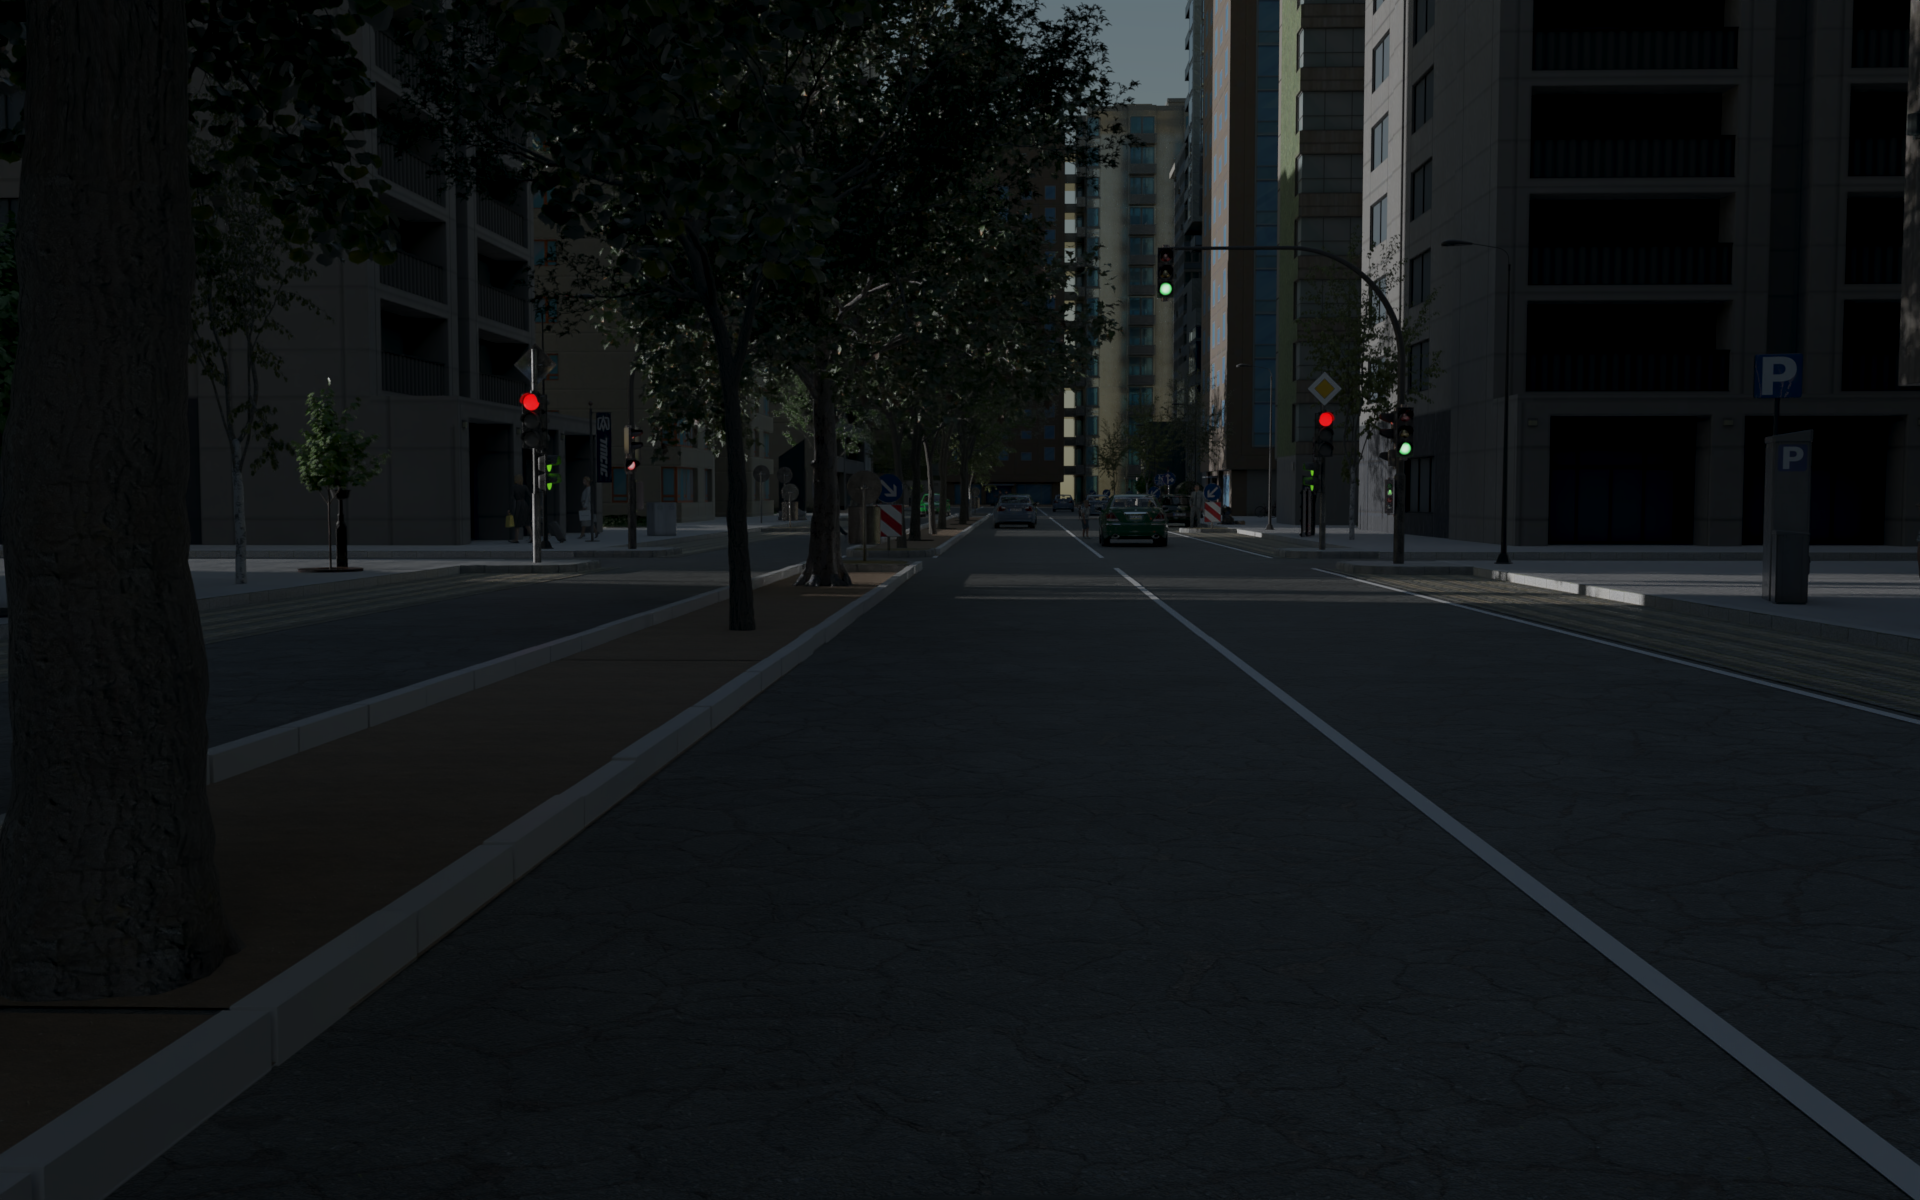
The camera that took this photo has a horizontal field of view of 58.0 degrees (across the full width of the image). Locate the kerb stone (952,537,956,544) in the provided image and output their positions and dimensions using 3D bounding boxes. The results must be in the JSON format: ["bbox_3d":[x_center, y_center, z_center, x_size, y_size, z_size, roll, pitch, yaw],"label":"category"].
[{"bbox_3d":[-0.260,-1.605,48.440,0.120,0.150,1.000,0,4,2],"label":"kerb stone"}]

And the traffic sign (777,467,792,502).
[{"bbox_3d":[-8.261,-4.975,81.449,0.768,2.556,0.104,1,4,11],"label":"traffic sign"}]

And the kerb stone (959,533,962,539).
[{"bbox_3d":[-0.086,-1.913,53.563,0.120,0.150,1.000,0,4,2],"label":"kerb stone"}]

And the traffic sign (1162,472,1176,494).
[{"bbox_3d":[12.222,-6.191,101.322,0.768,2.556,0.104,1,4,11],"label":"traffic sign"}]

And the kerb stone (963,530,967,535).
[{"bbox_3d":[0.058,-2.169,57.677,0.120,0.150,1.000,0,4,2],"label":"kerb stone"}]

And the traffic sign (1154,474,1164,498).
[{"bbox_3d":[12.843,-6.794,111.189,0.768,2.556,0.104,0,4,3],"label":"traffic sign"}]

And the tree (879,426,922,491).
[{"bbox_3d":[-5.444,-12.802,159.671,4.360,8.622,3.978,0,3,0],"label":"tree"}]

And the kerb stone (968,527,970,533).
[{"bbox_3d":[0.195,-2.421,61.784,0.120,0.150,1.000,0,4,2],"label":"kerb stone"}]

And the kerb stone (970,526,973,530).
[{"bbox_3d":[0.307,-2.609,64.859,0.120,0.150,1.000,0,4,2],"label":"kerb stone"}]

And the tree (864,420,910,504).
[{"bbox_3d":[-6.223,-12.380,152.774,4.737,8.622,4.395,0,3,0],"label":"tree"}]

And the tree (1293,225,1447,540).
[{"bbox_3d":[11.230,-5.998,48.426,4.737,8.622,4.395,0,3,0],"label":"tree"}]

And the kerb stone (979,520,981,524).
[{"bbox_3d":[0.756,-3.424,78.172,0.120,0.150,1.000,0,4,2],"label":"kerb stone"}]

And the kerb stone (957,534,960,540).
[{"bbox_3d":[-0.153,-1.793,51.510,0.120,0.150,1.000,0,4,2],"label":"kerb stone"}]

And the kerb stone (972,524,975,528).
[{"bbox_3d":[0.401,-2.797,67.925,0.120,0.150,1.000,0,4,2],"label":"kerb stone"}]

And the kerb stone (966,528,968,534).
[{"bbox_3d":[0.122,-2.296,59.729,0.120,0.150,1.000,0,4,2],"label":"kerb stone"}]

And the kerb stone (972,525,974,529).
[{"bbox_3d":[0.372,-2.734,66.904,0.120,0.150,1.000,0,4,2],"label":"kerb stone"}]

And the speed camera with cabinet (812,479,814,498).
[{"bbox_3d":[-7.859,-6.395,98.897,0.660,3.252,2.038,1,4,13],"label":"speed camera with cabinet"}]

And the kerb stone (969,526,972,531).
[{"bbox_3d":[0.269,-2.547,63.834,0.120,0.150,1.000,0,4,2],"label":"kerb stone"}]

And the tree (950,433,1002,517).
[{"bbox_3d":[0.673,-9.448,107.301,4.737,8.622,4.395,0,3,0],"label":"tree"}]

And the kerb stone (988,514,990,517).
[{"bbox_3d":[1.495,-4.740,99.698,0.120,0.150,1.000,0,4,2],"label":"kerb stone"}]

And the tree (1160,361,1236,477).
[{"bbox_3d":[13.009,-8.898,95.843,4.360,8.622,3.978,0,3,0],"label":"tree"}]

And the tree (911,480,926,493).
[{"bbox_3d":[-4.686,-11.902,189.197,1.663,3.219,1.824,0,3,0],"label":"tree"}]

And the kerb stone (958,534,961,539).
[{"bbox_3d":[-0.115,-1.848,52.540,0.120,0.150,1.000,0,4,2],"label":"kerb stone"}]

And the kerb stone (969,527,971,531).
[{"bbox_3d":[0.231,-2.484,62.806,0.120,0.150,1.000,0,4,2],"label":"kerb stone"}]

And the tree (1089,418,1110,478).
[{"bbox_3d":[14.425,-13.080,164.225,4.737,8.622,4.395,0,3,0],"label":"tree"}]

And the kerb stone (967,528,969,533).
[{"bbox_3d":[0.155,-2.357,60.750,0.120,0.150,1.000,0,4,2],"label":"kerb stone"}]

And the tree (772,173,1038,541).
[{"bbox_3d":[-1.266,-7.586,52.243,9.928,11.665,9.643,0,3,0],"label":"tree"}]

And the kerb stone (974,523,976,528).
[{"bbox_3d":[0.479,-2.922,69.971,0.120,0.150,1.000,0,4,2],"label":"kerb stone"}]

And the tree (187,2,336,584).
[{"bbox_3d":[-10.380,-4.522,24.292,4.360,8.622,3.978,0,3,0],"label":"tree"}]

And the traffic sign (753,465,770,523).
[{"bbox_3d":[-8.696,-4.627,75.765,0.768,2.556,0.104,1,4,10],"label":"traffic sign"}]

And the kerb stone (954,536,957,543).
[{"bbox_3d":[-0.226,-1.668,49.465,0.120,0.150,1.000,0,4,2],"label":"kerb stone"}]

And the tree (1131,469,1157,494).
[{"bbox_3d":[14.422,-8.659,136.171,1.663,3.219,1.824,0,3,0],"label":"tree"}]

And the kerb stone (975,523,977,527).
[{"bbox_3d":[0.507,-2.980,70.993,0.120,0.150,1.000,0,4,2],"label":"kerb stone"}]

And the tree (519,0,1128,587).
[{"bbox_3d":[-2.104,-6.565,26.799,9.611,12.733,9.660,0,3,0],"label":"tree"}]

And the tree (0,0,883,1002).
[{"bbox_3d":[-2.572,-5.857,4.874,9.857,13.997,8.962,0,3,0],"label":"tree"}]

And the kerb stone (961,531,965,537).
[{"bbox_3d":[-0.005,-2.040,55.622,0.120,0.150,1.000,0,4,2],"label":"kerb stone"}]

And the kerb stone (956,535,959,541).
[{"bbox_3d":[-0.189,-1.730,50.488,0.120,0.150,1.000,0,4,2],"label":"kerb stone"}]

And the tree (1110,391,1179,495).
[{"bbox_3d":[13.260,-10.474,121.606,4.737,8.622,4.395,0,3,0],"label":"tree"}]

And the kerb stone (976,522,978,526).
[{"bbox_3d":[0.573,-3.106,73.044,0.120,0.150,1.000,0,4,2],"label":"kerb stone"}]

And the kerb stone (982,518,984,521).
[{"bbox_3d":[0.965,-3.798,84.316,0.120,0.150,1.000,0,4,2],"label":"kerb stone"}]

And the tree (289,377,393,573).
[{"bbox_3d":[-10.421,-2.074,28.519,1.663,3.219,1.824,0,3,0],"label":"tree"}]

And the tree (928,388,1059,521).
[{"bbox_3d":[0.350,-10.905,91.125,12.009,13.543,11.850,0,3,0],"label":"tree"}]

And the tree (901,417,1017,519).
[{"bbox_3d":[0.091,-11.034,100.997,7.486,12.596,7.792,0,3,0],"label":"tree"}]

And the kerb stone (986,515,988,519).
[{"bbox_3d":[1.363,-4.490,95.602,0.120,0.150,1.000,0,4,2],"label":"kerb stone"}]

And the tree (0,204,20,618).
[{"bbox_3d":[-10.480,-2.118,18.345,4.285,4.588,4.351,0,3,0],"label":"tree"}]

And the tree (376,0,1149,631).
[{"bbox_3d":[-2.247,-4.973,18.173,8.767,10.594,7.601,0,4,2],"label":"tree"}]

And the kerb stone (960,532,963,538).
[{"bbox_3d":[-0.051,-1.980,54.594,0.120,0.150,1.000,0,4,2],"label":"kerb stone"}]
